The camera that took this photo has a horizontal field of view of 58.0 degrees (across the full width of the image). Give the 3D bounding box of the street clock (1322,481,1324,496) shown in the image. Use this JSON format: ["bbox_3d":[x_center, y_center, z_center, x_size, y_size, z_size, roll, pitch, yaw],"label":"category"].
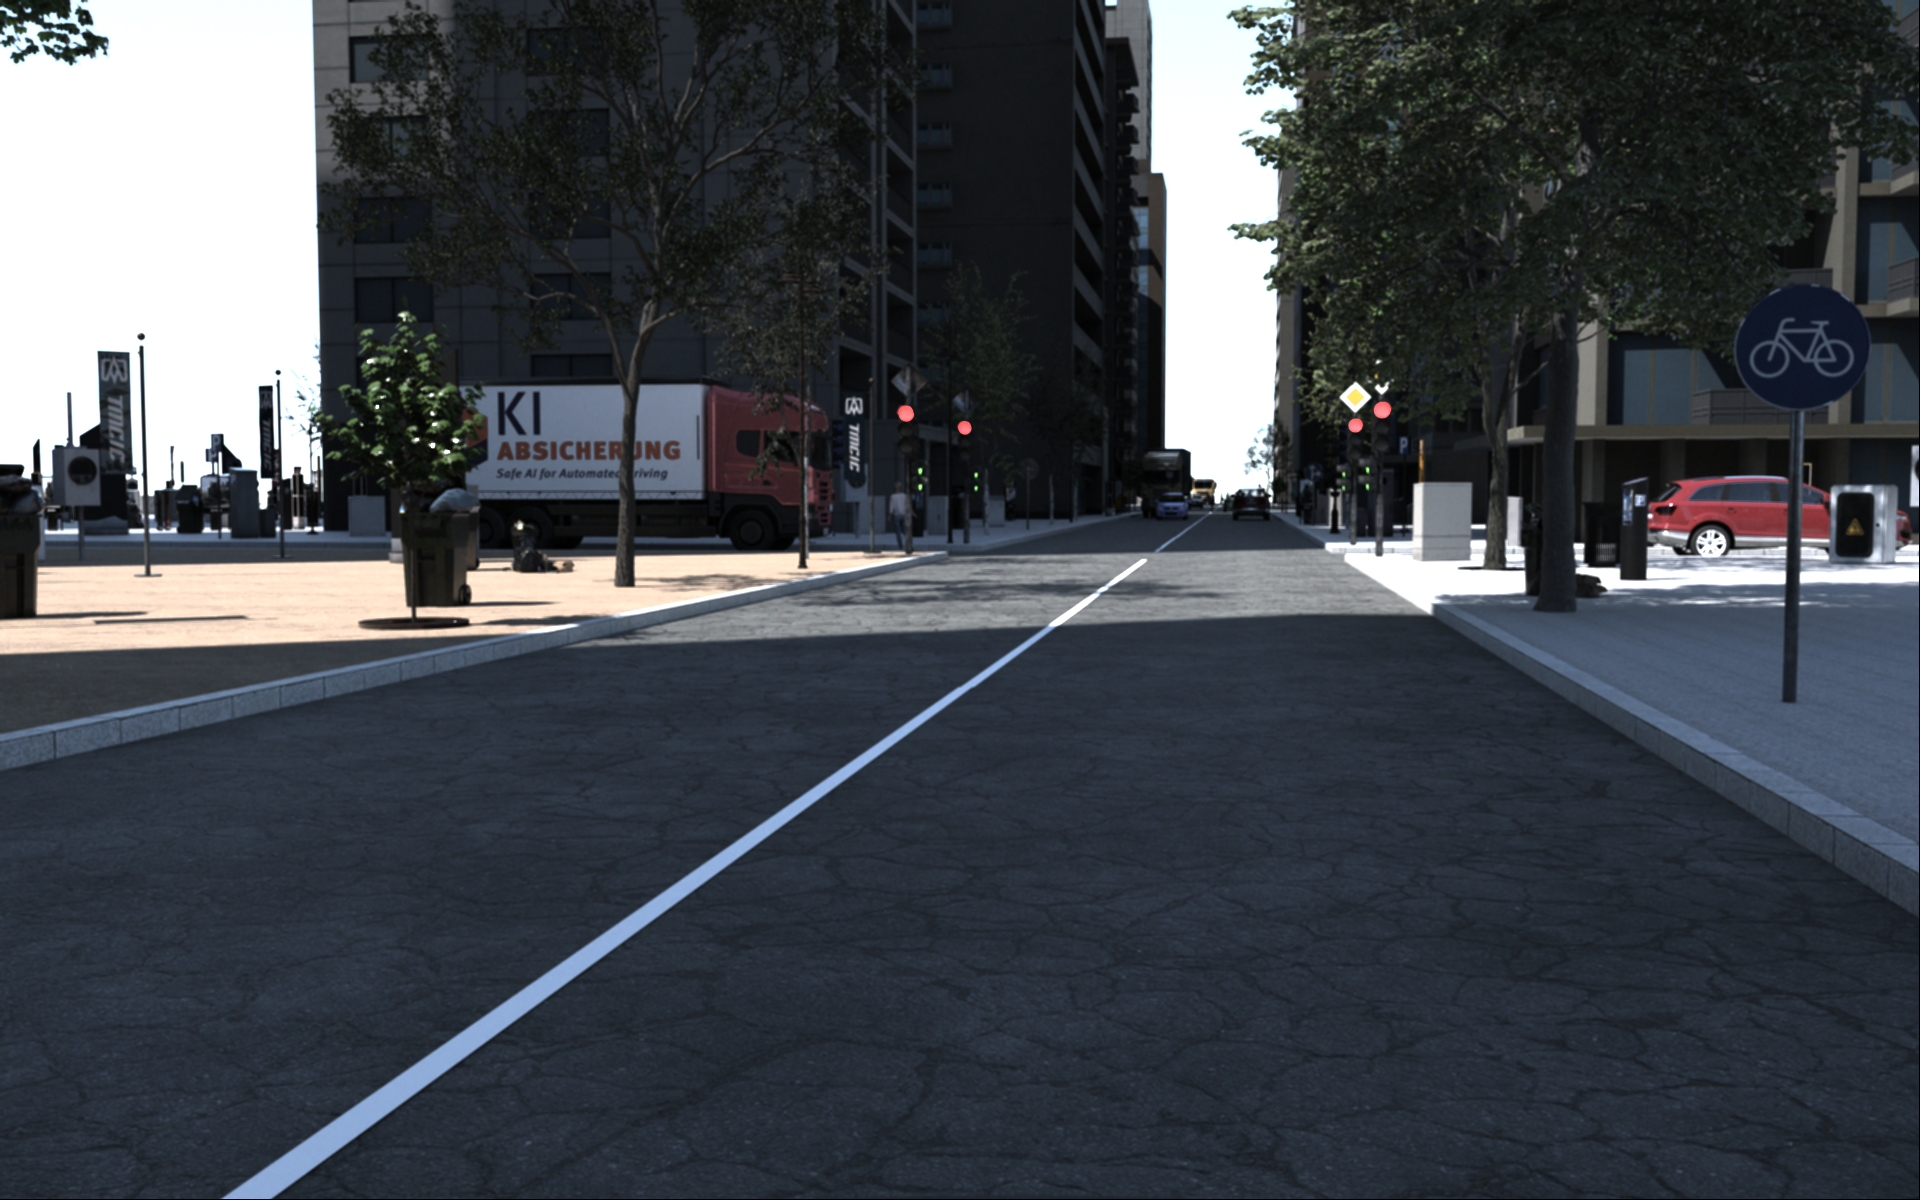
[{"bbox_3d":[16.870,-4.601,79.801,0.358,2.002,0.471,0,4,7],"label":"street clock"}]

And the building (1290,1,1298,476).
[{"bbox_3d":[47.816,-35.749,173.727,28.713,52.752,27.495,1,4,9],"label":"building"}]

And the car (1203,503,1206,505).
[{"bbox_3d":[31.870,-13.478,229.951,1.945,1.707,3.694,0,4,8],"label":"car"}]

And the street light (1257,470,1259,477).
[{"bbox_3d":[41.967,-16.450,241.736,0.468,5.910,1.993,1,4,9],"label":"street light"}]

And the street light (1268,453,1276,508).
[{"bbox_3d":[28.681,-11.347,158.304,0.468,5.910,1.993,1,4,9],"label":"street light"}]

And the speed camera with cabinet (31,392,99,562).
[{"bbox_3d":[-17.467,-2.356,32.856,0.660,3.252,2.038,3,4,38],"label":"speed camera with cabinet"}]

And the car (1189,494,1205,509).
[{"bbox_3d":[22.957,-9.782,169.720,2.009,1.686,4.222,0,4,7],"label":"car"}]

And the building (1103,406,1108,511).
[{"bbox_3d":[0.969,-50.309,135.225,22.319,86.520,31.000,1,4,9],"label":"building"}]

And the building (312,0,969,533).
[{"bbox_3d":[-10.405,-38.416,66.360,20.563,71.187,20.611,1,4,9],"label":"building"}]

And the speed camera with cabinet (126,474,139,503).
[{"bbox_3d":[-49.046,-6.525,101.017,2.038,3.252,0.660,-2,4,-28],"label":"speed camera with cabinet"}]

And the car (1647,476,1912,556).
[{"bbox_3d":[17.481,-1.742,37.156,5.304,1.827,2.281,1,4,11],"label":"car"}]

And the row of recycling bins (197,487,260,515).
[{"bbox_3d":[-41.512,-5.569,98.169,3.534,1.692,1.069,-3,5,-42],"label":"row of recycling bins"}]

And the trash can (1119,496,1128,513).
[{"bbox_3d":[10.993,-6.439,116.930,0.748,1.137,0.748,0,3,0],"label":"trash can"}]

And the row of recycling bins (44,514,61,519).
[{"bbox_3d":[-46.338,-5.051,89.701,1.069,1.692,3.534,3,5,41],"label":"row of recycling bins"}]

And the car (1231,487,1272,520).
[{"bbox_3d":[16.236,-5.375,96.554,2.281,1.827,5.304,1,4,9],"label":"car"}]

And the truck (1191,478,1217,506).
[{"bbox_3d":[30.511,-13.497,216.600,3.469,3.379,9.791,1,4,10],"label":"truck"}]

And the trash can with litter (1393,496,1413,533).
[{"bbox_3d":[14.868,-2.816,57.094,2.233,1.210,1.678,1,4,10],"label":"trash can with litter"}]

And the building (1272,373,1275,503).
[{"bbox_3d":[57.293,-24.014,237.668,27.650,21.520,28.899,1,4,9],"label":"building"}]

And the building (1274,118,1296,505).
[{"bbox_3d":[49.732,-35.987,212.091,21.300,48.544,21.600,1,4,9],"label":"building"}]

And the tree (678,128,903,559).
[{"bbox_3d":[-3.309,-5.122,34.107,4.360,8.622,3.978,0,3,0],"label":"tree"}]

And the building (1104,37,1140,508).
[{"bbox_3d":[5.620,-31.278,166.015,22.147,44.769,28.867,1,4,9],"label":"building"}]

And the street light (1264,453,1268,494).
[{"bbox_3d":[34.036,-13.407,191.991,0.468,5.910,1.993,1,4,9],"label":"street light"}]

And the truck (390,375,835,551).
[{"bbox_3d":[-8.122,-3.266,42.316,11.283,4.237,2.839,1,4,9],"label":"truck"}]

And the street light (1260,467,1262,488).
[{"bbox_3d":[36.649,-14.396,208.155,0.468,5.910,1.993,1,4,9],"label":"street light"}]

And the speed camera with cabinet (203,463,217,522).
[{"bbox_3d":[-34.167,-5.172,78.893,0.660,3.252,2.038,-1,4,-22],"label":"speed camera with cabinet"}]

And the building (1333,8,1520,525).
[{"bbox_3d":[33.603,-23.608,77.865,32.217,40.220,23.993,1,4,9],"label":"building"}]

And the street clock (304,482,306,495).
[{"bbox_3d":[-39.522,-6.084,104.050,0.358,2.002,0.471,1,4,18],"label":"street clock"}]

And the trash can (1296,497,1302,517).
[{"bbox_3d":[19.275,-5.269,97.803,0.748,1.137,0.748,0,3,0],"label":"trash can"}]

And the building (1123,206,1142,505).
[{"bbox_3d":[9.670,-32.172,217.894,32.217,40.220,23.993,1,4,9],"label":"building"}]

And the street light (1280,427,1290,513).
[{"bbox_3d":[23.358,-9.327,125.290,0.468,5.910,1.993,1,4,9],"label":"street light"}]

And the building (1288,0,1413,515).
[{"bbox_3d":[27.813,-27.884,106.019,14.600,45.320,14.200,1,4,9],"label":"building"}]

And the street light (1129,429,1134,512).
[{"bbox_3d":[11.828,-9.046,120.691,0.468,5.910,1.993,1,4,9],"label":"street light"}]

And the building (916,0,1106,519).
[{"bbox_3d":[-3.162,-29.062,98.864,21.300,48.544,21.600,1,4,9],"label":"building"}]

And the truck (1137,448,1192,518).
[{"bbox_3d":[12.888,-7.292,108.129,2.839,4.237,11.283,1,4,11],"label":"truck"}]

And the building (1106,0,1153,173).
[{"bbox_3d":[19.796,-49.902,254.145,20.563,71.187,20.611,1,4,9],"label":"building"}]

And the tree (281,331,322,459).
[{"bbox_3d":[-27.780,-7.751,77.099,4.737,8.622,4.395,0,3,0],"label":"tree"}]

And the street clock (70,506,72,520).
[{"bbox_3d":[-44.753,-5.056,87.238,0.471,2.002,0.358,-2,4,-35],"label":"street clock"}]

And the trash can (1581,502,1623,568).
[{"bbox_3d":[11.262,-1.144,30.354,0.748,1.137,0.748,0,3,0],"label":"trash can"}]

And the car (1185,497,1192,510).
[{"bbox_3d":[20.357,-8.958,159.037,1.945,1.354,3.894,0,4,8],"label":"car"}]

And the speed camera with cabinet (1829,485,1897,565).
[{"bbox_3d":[16.949,-2.266,31.388,0.660,3.252,2.038,-3,5,-42],"label":"speed camera with cabinet"}]

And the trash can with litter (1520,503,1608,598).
[{"bbox_3d":[7.603,-0.635,21.776,1.055,1.170,0.624,3,5,39],"label":"trash can with litter"}]

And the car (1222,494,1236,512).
[{"bbox_3d":[21.762,-7.657,136.993,2.131,1.459,4.920,1,4,9],"label":"car"}]

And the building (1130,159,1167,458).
[{"bbox_3d":[20.871,-35.826,235.862,14.600,45.320,14.200,1,4,9],"label":"building"}]

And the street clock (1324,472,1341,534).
[{"bbox_3d":[12.153,-3.154,56.144,0.358,2.002,0.471,2,4,31],"label":"street clock"}]

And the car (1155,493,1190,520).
[{"bbox_3d":[11.874,-5.335,96.811,1.945,1.707,3.694,1,4,9],"label":"car"}]

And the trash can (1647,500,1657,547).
[{"bbox_3d":[16.596,-1.856,41.997,0.748,1.137,0.748,0,3,0],"label":"trash can"}]

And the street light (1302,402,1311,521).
[{"bbox_3d":[16.643,-6.763,83.365,0.468,5.910,1.993,1,4,9],"label":"street light"}]

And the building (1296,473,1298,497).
[{"bbox_3d":[37.225,-28.783,154.193,14.154,41.232,14.086,1,4,9],"label":"building"}]

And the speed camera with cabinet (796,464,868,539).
[{"bbox_3d":[-3.696,-3.388,49.730,2.038,3.252,0.660,-1,4,-20],"label":"speed camera with cabinet"}]

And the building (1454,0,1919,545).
[{"bbox_3d":[30.135,-24.224,50.689,28.867,44.769,22.147,1,4,9],"label":"building"}]
